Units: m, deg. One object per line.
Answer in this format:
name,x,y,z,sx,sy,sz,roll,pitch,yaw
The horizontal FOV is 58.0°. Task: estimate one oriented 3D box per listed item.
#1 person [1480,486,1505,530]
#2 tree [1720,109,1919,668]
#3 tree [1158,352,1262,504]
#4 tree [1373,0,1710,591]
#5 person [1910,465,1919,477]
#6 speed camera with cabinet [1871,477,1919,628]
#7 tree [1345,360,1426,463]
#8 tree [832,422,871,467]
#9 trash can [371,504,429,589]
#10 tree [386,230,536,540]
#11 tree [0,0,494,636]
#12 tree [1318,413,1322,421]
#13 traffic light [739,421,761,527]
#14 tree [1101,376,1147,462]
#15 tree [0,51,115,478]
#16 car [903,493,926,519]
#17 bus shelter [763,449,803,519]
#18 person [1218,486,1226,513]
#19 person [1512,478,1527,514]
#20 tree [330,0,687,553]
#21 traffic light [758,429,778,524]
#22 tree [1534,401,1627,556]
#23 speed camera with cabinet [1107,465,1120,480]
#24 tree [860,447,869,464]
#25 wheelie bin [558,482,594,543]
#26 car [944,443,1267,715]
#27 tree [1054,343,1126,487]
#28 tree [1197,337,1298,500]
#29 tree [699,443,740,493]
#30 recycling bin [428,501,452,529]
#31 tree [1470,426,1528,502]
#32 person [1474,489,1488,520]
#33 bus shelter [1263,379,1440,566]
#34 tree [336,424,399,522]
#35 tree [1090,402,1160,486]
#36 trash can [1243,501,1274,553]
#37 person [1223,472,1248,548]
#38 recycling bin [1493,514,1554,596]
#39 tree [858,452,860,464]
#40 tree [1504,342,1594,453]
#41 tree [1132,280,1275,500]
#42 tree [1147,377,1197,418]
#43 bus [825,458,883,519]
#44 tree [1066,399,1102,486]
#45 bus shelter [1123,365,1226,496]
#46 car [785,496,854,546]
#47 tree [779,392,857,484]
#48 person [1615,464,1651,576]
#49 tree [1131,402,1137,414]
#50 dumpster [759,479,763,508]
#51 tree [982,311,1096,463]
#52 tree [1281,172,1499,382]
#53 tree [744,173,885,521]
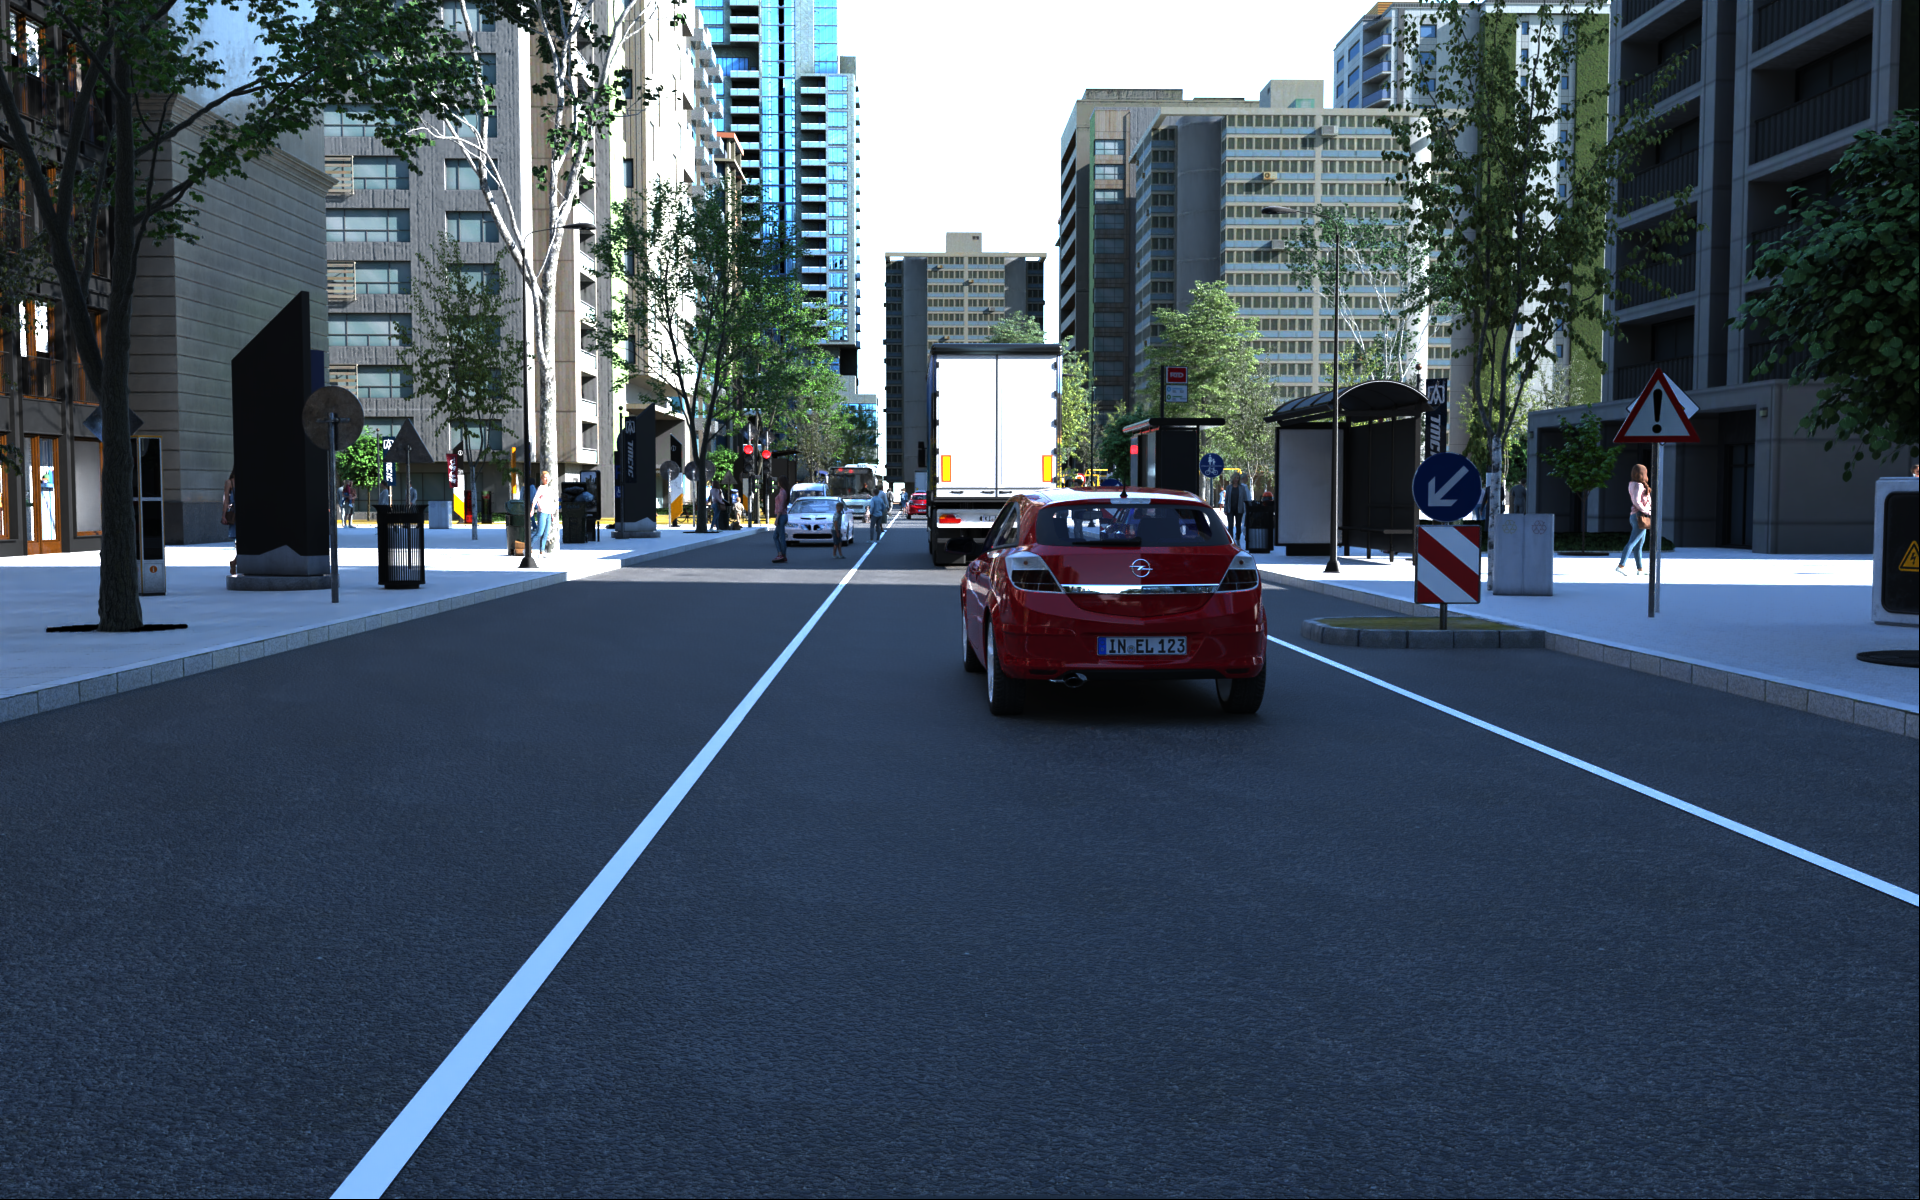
person,13.028,-2.193,42.317,0.576,1.772,0.534,0,4,6
tree,7.599,-1.799,13.130,4.285,4.588,4.351,0,3,0
tree,20.569,-14.528,144.194,9.857,13.997,8.962,0,3,0
tree,7.337,-4.436,22.885,4.737,8.622,4.395,0,3,0
person,17.073,-1.493,30.642,0.592,1.802,0.473,2,4,26
speed camera with cabinet,9.632,-1.335,16.162,0.660,3.252,2.038,-2,4,-25
tree,29.296,-11.246,118.280,7.601,10.594,8.767,0,4,6
tree,-11.123,-13.585,172.482,4.737,8.622,4.395,0,3,0
trash can,-7.581,-0.724,23.494,0.748,1.137,0.748,0,3,0
tree,-13.671,-5.987,48.244,4.737,8.622,4.395,0,3,0
tree,-7.989,-5.507,15.800,9.928,11.665,9.643,0,3,0
tree,21.189,-10.130,115.987,4.360,8.622,3.978,0,3,0
traffic light,-8.072,-4.749,66.569,0.839,4.253,0.868,0,4,-2
tree,11.489,-9.469,105.188,4.360,8.622,3.978,0,3,0
tree,-14.330,-4.503,23.987,4.360,8.622,3.978,0,3,0
car,-2.183,-5.531,99.474,2.155,1.783,4.494,0,4,-3
bus shelter,-9.503,-6.244,93.377,1.731,3.624,6.357,0,4,-1
person,17.617,-6.728,116.143,0.778,1.811,0.616,-1,4,-9
person,19.915,-3.408,61.576,0.447,1.846,0.655,-3,4,-36
tree,-10.326,-11.131,37.876,12.611,20.169,13.585,0,3,0
traffic light,-8.283,-5.237,74.552,0.839,4.253,0.868,0,4,-2
tree,13.133,-2.542,36.158,1.663,3.219,1.824,0,3,0
speed camera with cabinet,5.978,-4.917,74.731,2.038,3.252,0.660,0,4,7
tree,-13.727,-16.896,226.608,4.360,8.622,3.978,0,3,0
wheelie bin,-10.019,-2.276,45.118,0.980,1.594,0.693,0,4,-8
car,0.986,-0.226,12.742,2.155,1.783,4.494,0,4,-3
tree,4.821,-8.138,83.426,4.737,8.622,4.395,0,3,0
tree,13.583,-7.963,80.561,4.360,8.622,3.978,0,3,0
tree,-15.313,-7.823,111.621,4.285,4.588,4.351,0,3,0
recycling bin,-19.167,-3.140,63.886,0.722,1.027,0.722,0,4,-5
tree,50.171,-10.871,140.649,20.602,7.101,11.467,3,4,38
person,18.186,-3.278,60.307,0.731,1.740,0.598,0,4,6
bus shelter,7.381,-2.412,33.363,2.014,3.302,5.546,0,4,-2
tree,-27.871,-5.969,81.302,4.285,4.588,4.351,0,3,0
tree,6.175,-4.686,60.333,4.285,4.588,4.351,0,3,0
trash can,6.507,-1.586,37.584,0.748,1.137,0.748,0,3,0
person,6.590,-2.124,40.954,0.709,1.800,0.728,1,4,13
recycling bin,7.206,-0.586,22.139,0.722,1.027,0.722,1,4,19
tree,-11.547,-12.178,149.478,4.360,8.622,3.978,0,3,0
tree,28.334,-8.096,82.737,4.360,8.622,3.978,0,3,0
tree,13.006,-10.620,91.771,7.486,12.596,7.792,0,3,0
tree,13.836,-9.104,99.210,4.360,8.622,3.978,0,3,0
bus,-6.147,-6.633,103.316,2.948,3.499,13.247,0,3,0
tree,9.695,-10.998,130.180,4.360,8.622,3.978,0,3,0
bus shelter,6.134,-4.535,51.780,2.179,5.291,8.768,0,4,-2
car,-4.004,-2.243,49.032,2.083,1.381,4.827,0,4,-1
tree,-10.163,-10.330,119.255,4.360,8.622,3.978,0,3,0
person,10.612,-1.260,27.228,0.643,1.750,0.593,0,4,7
tree,13.023,-11.288,134.920,4.737,8.622,4.395,0,3,0
dumpster,-13.089,-6.869,114.800,1.502,2.255,1.985,0,4,-1
tree,4.766,-13.017,119.490,9.857,13.997,8.962,0,3,0
tree,26.080,-14.997,101.096,12.611,20.169,13.585,0,3,0
tree,-8.517,-7.994,56.461,9.928,11.665,9.643,0,3,0
